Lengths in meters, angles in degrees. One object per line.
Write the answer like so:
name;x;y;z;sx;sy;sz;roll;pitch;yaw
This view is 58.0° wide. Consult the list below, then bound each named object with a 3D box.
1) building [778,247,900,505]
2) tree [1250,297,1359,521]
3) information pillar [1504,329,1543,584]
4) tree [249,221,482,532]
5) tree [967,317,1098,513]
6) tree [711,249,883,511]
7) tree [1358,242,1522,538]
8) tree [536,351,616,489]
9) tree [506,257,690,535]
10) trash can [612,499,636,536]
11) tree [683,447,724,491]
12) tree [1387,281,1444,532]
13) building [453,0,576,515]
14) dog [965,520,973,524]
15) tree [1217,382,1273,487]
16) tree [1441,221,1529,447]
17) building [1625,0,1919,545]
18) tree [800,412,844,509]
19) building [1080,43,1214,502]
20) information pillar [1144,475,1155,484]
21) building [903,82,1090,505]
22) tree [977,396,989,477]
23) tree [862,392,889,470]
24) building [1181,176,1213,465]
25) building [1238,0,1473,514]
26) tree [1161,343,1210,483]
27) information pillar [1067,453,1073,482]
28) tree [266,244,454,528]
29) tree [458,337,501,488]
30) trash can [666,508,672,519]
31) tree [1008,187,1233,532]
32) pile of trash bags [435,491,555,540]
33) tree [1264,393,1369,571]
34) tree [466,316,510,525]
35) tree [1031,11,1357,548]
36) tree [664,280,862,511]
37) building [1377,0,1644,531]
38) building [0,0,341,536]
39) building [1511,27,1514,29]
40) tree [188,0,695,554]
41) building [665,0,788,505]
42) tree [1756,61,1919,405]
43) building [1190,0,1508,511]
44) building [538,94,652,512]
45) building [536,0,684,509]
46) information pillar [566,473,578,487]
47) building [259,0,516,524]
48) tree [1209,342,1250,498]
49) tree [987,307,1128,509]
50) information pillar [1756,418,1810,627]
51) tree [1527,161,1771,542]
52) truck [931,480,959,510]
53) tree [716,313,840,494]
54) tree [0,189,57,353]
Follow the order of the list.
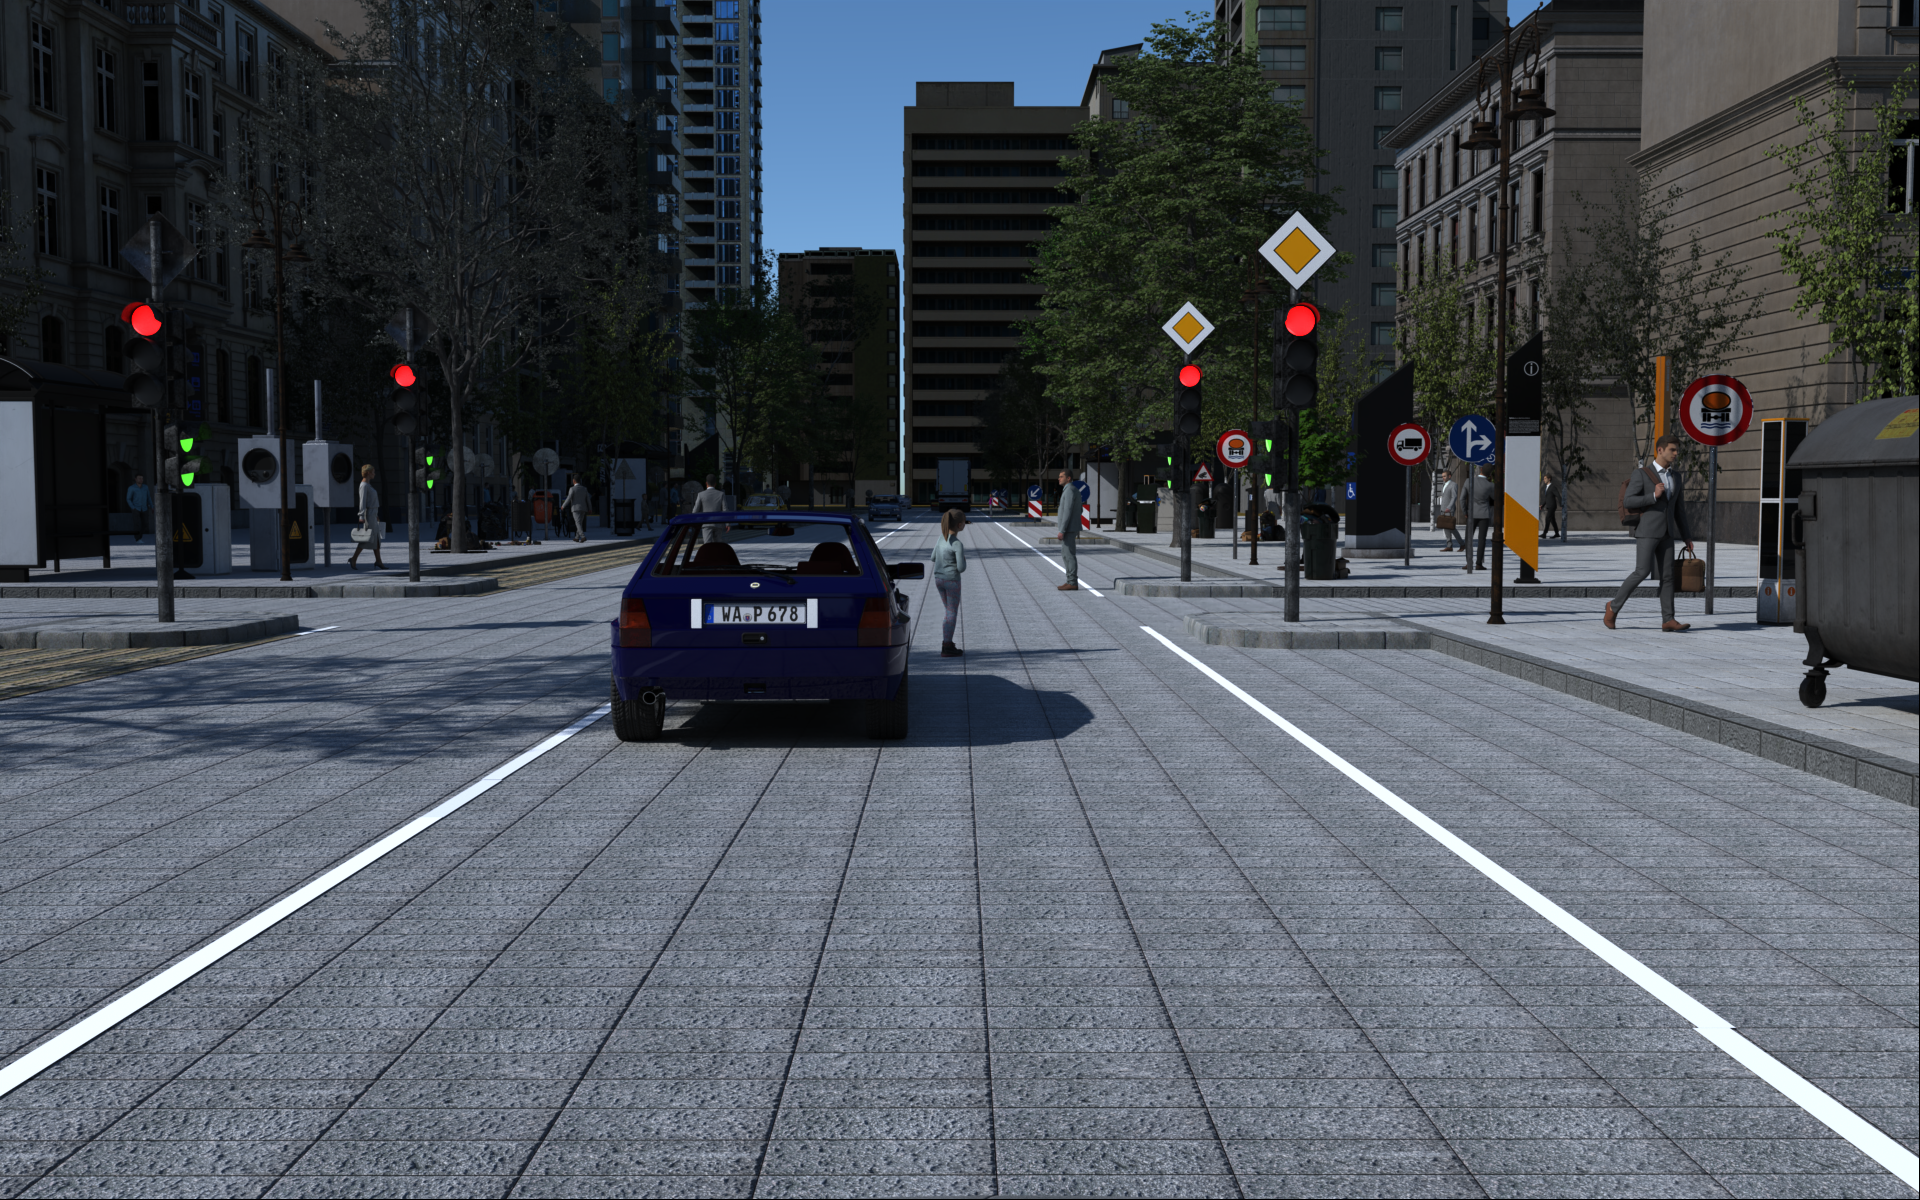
building;-14.203;-26.540;205.621;14.107;30.474;14.160;0;4;0
tree;14.209;-7.001;64.834;4.737;8.622;4.395;0;3;0
information pillar;8.066;-2.044;24.781;0.504;3.616;0.183;0;4;6
tree;-19.468;-7.535;57.617;7.601;10.594;8.767;0;4;-3
tree;5.576;-12.624;116.770;12.009;13.543;11.850;0;3;0
tree;-12.933;-17.079;135.135;12.611;20.169;13.585;0;3;0
tree;14.326;-6.124;50.492;4.737;8.622;4.395;0;3;0
tree;-18.720;-8.236;85.022;4.360;8.622;3.978;0;3;0
tree;-10.884;-6.387;54.792;4.737;8.622;4.395;0;3;0
trash can;-10.229;-2.516;52.788;0.748;1.137;0.748;0;3;0
tree;-10.576;-4.699;71.424;1.663;3.219;1.824;0;3;0
tree;16.325;-6.647;59.048;4.360;8.622;3.978;0;3;0
building;-35.962;-41.068;109.709;20.563;71.187;20.611;0;4;0
dog;0.339;-3.798;82.296;0.748;0.427;0.550;0;4;6
tree;16.349;-8.980;97.180;4.360;8.622;3.978;0;3;0
tree;15.830;-5.832;45.709;4.360;8.622;3.978;0;3;0
building;32.007;-15.144;44.874;25.104;27.353;12.463;0;4;0
tree;-11.513;-11.952;145.779;4.737;8.622;4.395;0;3;0
building;28.780;-38.075;211.764;27.495;52.752;28.713;0;4;0
information pillar;7.401;-3.865;67.684;0.304;2.012;0.304;-2;4;-29
building;4.140;-35.705;207.471;21.600;48.544;21.300;0;4;0
tree;5.346;-15.827;176.893;7.486;12.596;7.792;0;3;0
tree;-11.065;-15.334;176.468;9.928;11.665;9.643;0;3;0
building;26.223;-23.398;154.260;14.160;30.474;14.107;0;4;0
building;26.247;-26.648;119.289;14.154;41.232;14.086;0;4;0
tree;12.381;-8.359;87.026;4.737;8.622;4.395;0;3;0
information pillar;6.293;-6.586;99.042;0.183;3.616;0.504;3;4;36
tree;-17.483;-6.107;50.206;4.360;8.622;3.978;0;3;0
tree;-19.812;-7.039;65.443;4.360;8.622;3.978;0;3;0
trash can;-14.951;-4.737;89.100;0.748;1.137;0.748;0;3;0
tree;5.460;-8.116;58.447;9.928;11.665;9.643;0;3;0
pile of trash bags;-13.133;-2.398;48.958;3.447;1.369;1.912;0;4;6
tree;5.854;-2.105;29.020;1.663;3.219;1.824;0;3;0
tree;-18.628;-7.472;72.526;4.737;8.622;4.395;0;3;0
tree;5.718;-7.533;41.297;7.486;12.596;7.792;0;3;0
tree;-10.895;-9.715;84.596;9.928;11.665;9.643;0;3;0
building;24.675;-13.969;79.301;10.553;20.767;40.483;0;4;0
building;-31.725;-14.506;56.260;14.460;24.649;34.723;0;4;0
building;48.540;-28.867;155.575;14.086;41.232;14.154;0;4;0
tree;-10.790;-7.749;37.063;12.009;13.543;11.850;0;3;0
building;-36.768;-54.736;207.600;31.000;86.520;22.319;0;4;0
tree;15.935;-4.869;29.963;4.737;8.622;4.395;0;3;0
building;29.417;-42.657;135.699;20.563;71.187;20.611;0;4;0
building;-31.181;-21.810;128.292;14.160;30.474;14.107;0;4;0
building;-40.027;-32.419;149.657;30.456;49.044;23.786;0;4;0
information pillar;-13.663;-3.459;61.054;0.304;2.012;0.304;2;4;35
building;-30.403;-18.215;83.726;13.634;28.700;20.117;0;4;0
tree;15.035;-8.020;81.486;4.737;8.622;4.395;0;3;0
tree;5.134;-9.313;86.675;7.601;10.594;8.767;0;4;8
information pillar;8.018;-0.758;16.884;0.304;2.012;0.304;-1;4;-17
tree;15.315;-5.385;38.409;4.360;8.622;3.978;0;3;0
truck;-1.137;-10.304;158.232;2.967;4.110;18.799;0;4;1
tree;-11.387;-11.594;107.681;7.486;12.596;7.792;0;3;0
tree;-21.680;-5.310;37.178;4.360;8.622;3.978;0;3;0
